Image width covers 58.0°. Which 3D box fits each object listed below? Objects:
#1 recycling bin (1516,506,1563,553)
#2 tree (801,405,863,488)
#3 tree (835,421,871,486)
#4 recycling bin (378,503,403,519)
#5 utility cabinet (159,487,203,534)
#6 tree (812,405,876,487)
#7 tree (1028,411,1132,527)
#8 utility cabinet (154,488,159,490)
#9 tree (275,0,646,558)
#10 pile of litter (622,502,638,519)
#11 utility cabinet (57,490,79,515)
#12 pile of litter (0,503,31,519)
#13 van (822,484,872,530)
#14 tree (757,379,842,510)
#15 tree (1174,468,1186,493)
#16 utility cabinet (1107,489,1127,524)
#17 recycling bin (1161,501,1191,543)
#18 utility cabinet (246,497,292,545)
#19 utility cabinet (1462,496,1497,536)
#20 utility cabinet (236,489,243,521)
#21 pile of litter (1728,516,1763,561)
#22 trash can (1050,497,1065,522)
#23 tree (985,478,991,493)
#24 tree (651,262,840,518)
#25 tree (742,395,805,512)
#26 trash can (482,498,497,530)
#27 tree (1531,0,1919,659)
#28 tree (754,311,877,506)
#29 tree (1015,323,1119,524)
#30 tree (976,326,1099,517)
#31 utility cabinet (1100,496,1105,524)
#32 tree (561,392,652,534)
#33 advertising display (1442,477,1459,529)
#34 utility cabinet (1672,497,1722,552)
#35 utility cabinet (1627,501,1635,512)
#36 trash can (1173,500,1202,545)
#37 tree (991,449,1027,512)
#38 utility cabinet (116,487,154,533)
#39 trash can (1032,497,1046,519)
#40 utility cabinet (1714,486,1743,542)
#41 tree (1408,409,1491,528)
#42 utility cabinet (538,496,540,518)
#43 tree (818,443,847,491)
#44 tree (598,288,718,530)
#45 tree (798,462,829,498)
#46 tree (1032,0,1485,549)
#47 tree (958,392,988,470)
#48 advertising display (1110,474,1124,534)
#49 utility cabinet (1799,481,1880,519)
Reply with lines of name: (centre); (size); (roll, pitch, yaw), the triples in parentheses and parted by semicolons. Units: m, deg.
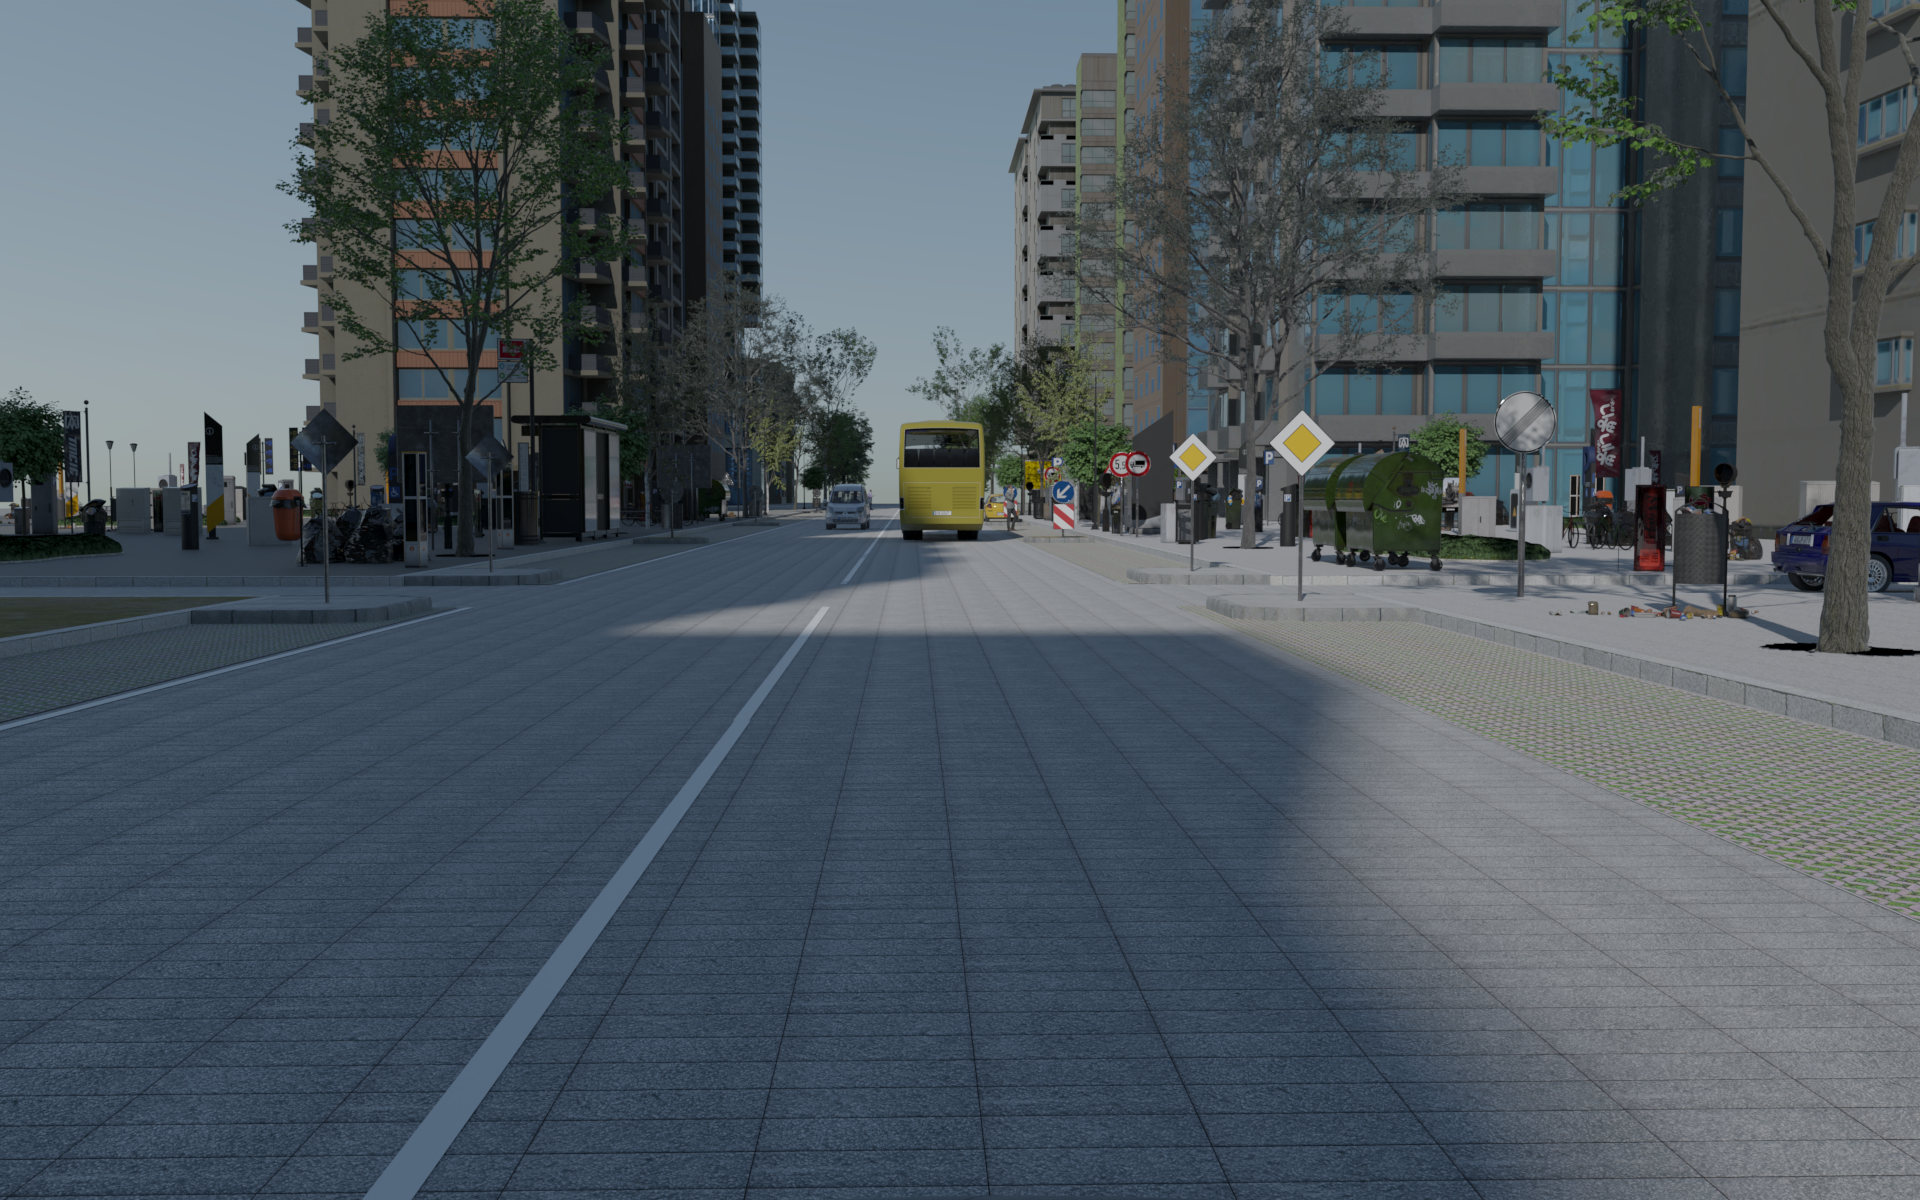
recycling bin: (12.665, -1.547, 37.856); (0.722, 1.027, 0.722); (-3, 4, -38)
tree: (-14.928, -16.906, 202.167); (9.928, 11.665, 9.643); (0, 3, 0)
tree: (-17.337, -21.006, 261.579); (7.486, 12.596, 7.792); (0, 3, 0)
recycling bin: (-15.033, -2.058, 46.206); (0.722, 1.027, 0.722); (0, 4, 4)
utility cabinet: (-24.419, -2.796, 54.392); (1.173, 1.500, 0.318); (1, 4, 11)
tree: (-16.883, -20.940, 249.030); (9.857, 13.997, 8.962); (0, 3, 0)
tree: (5.474, -5.177, 68.356); (4.285, 4.588, 4.351); (0, 3, 0)
utility cabinet: (-29.233, -3.297, 62.584); (0.318, 1.500, 1.173); (3, 4, 36)
tree: (-9.984, -6.689, 35.116); (9.928, 11.665, 9.643); (0, 3, 0)
pile of litter: (-16.900, -4.532, 88.056); (1.719, 0.858, 1.176); (-1, 4, -14)
utility cabinet: (-44.497, -4.734, 86.077); (0.318, 1.500, 1.173); (3, 5, 43)
pile of litter: (-48.730, -4.607, 89.295); (1.719, 0.858, 1.176); (0, 4, -8)
van: (-4.573, -3.901, 70.790); (2.013, 2.044, 4.112); (0, 4, 0)
tree: (-13.045, -12.586, 140.188); (7.601, 10.594, 8.767); (0, 4, 8)
tree: (10.890, -5.736, 88.380); (1.663, 3.219, 1.824); (0, 3, 0)
utility cabinet: (6.665, -3.988, 73.889); (0.318, 1.500, 1.173); (-2, 4, -34)
recycling bin: (5.694, -2.014, 45.478); (0.722, 1.027, 0.722); (0, 4, -7)
utility cabinet: (-17.469, -1.994, 43.769); (1.020, 1.237, 0.306); (-2, 4, -35)
utility cabinet: (14.917, -2.365, 49.825); (0.306, 1.237, 1.020); (-2, 4, -33)
utility cabinet: (-33.664, -4.346, 79.734); (1.173, 1.500, 0.318); (-1, 4, -20)
pile of litter: (14.966, -1.213, 33.796); (1.719, 0.858, 1.176); (-2, 4, -26)
trash can: (4.329, -3.954, 76.293); (0.748, 1.137, 0.748); (0, 3, 0)
tree: (2.416, -11.149, 176.892); (1.663, 3.219, 1.824); (0, 3, 0)
tree: (-11.694, -11.160, 92.829); (12.009, 13.543, 11.850); (0, 3, 0)
tree: (-13.242, -10.434, 120.960); (4.737, 8.622, 4.395); (0, 3, 0)
trash can: (-17.042, -3.122, 62.702); (0.748, 1.137, 0.748); (0, 3, 0)
tree: (7.149, -5.370, 13.561); (9.928, 11.665, 9.643); (0, 3, 0)
tree: (-15.223, -19.837, 180.229); (12.611, 20.169, 13.585); (0, 3, 0)
tree: (4.747, -7.549, 73.787); (4.737, 8.622, 4.395); (0, 3, 0)
tree: (4.392, -9.958, 97.233); (8.767, 10.594, 7.601); (3, 4, 36)
utility cabinet: (6.153, -3.931, 75.429); (0.306, 1.237, 1.020); (0, 4, 5)
tree: (-11.478, -4.429, 56.125); (4.285, 4.588, 4.351); (0, 3, 0)
advertising display: (18.137, -3.605, 64.162); (0.974, 1.923, 0.123); (-2, 4, -24)
utility cabinet: (16.127, -1.638, 37.937); (0.306, 1.237, 1.020); (-2, 4, -32)
utility cabinet: (26.211, -3.434, 67.311); (0.306, 1.237, 1.020); (0, 4, 4)
trash can: (5.802, -1.992, 44.218); (0.748, 1.137, 0.748); (0, 3, 0)
tree: (3.828, -8.686, 125.721); (4.285, 4.588, 4.351); (0, 3, 0)
utility cabinet: (-27.109, -2.942, 56.786); (1.173, 1.500, 0.318); (1, 4, 21)
trash can: (4.019, -4.664, 87.906); (0.748, 1.137, 0.748); (0, 3, 0)
utility cabinet: (20.215, -2.297, 46.227); (1.173, 1.500, 0.318); (3, 5, 41)
tree: (18.693, -5.077, 66.716); (4.285, 4.588, 4.351); (0, 3, 0)
utility cabinet: (-18.280, -3.891, 74.783); (1.020, 1.237, 0.306); (-2, 4, -29)
tree: (-16.339, -16.768, 224.513); (4.360, 8.622, 3.978); (0, 3, 0)
tree: (-11.134, -6.844, 62.254); (4.360, 8.622, 3.978); (0, 3, 0)
tree: (-14.469, -11.509, 171.880); (4.285, 4.588, 4.351); (0, 3, 0)
tree: (6.921, -7.945, 40.270); (12.009, 13.543, 11.850); (0, 3, 0)
tree: (3.149, -14.673, 165.654); (9.928, 11.665, 9.643); (0, 3, 0)
advertising display: (5.035, -3.074, 55.475); (0.123, 1.923, 0.974); (-1, 4, -14)
utility cabinet: (14.643, -1.235, 28.866); (1.173, 1.500, 0.318); (0, 4, 3)
